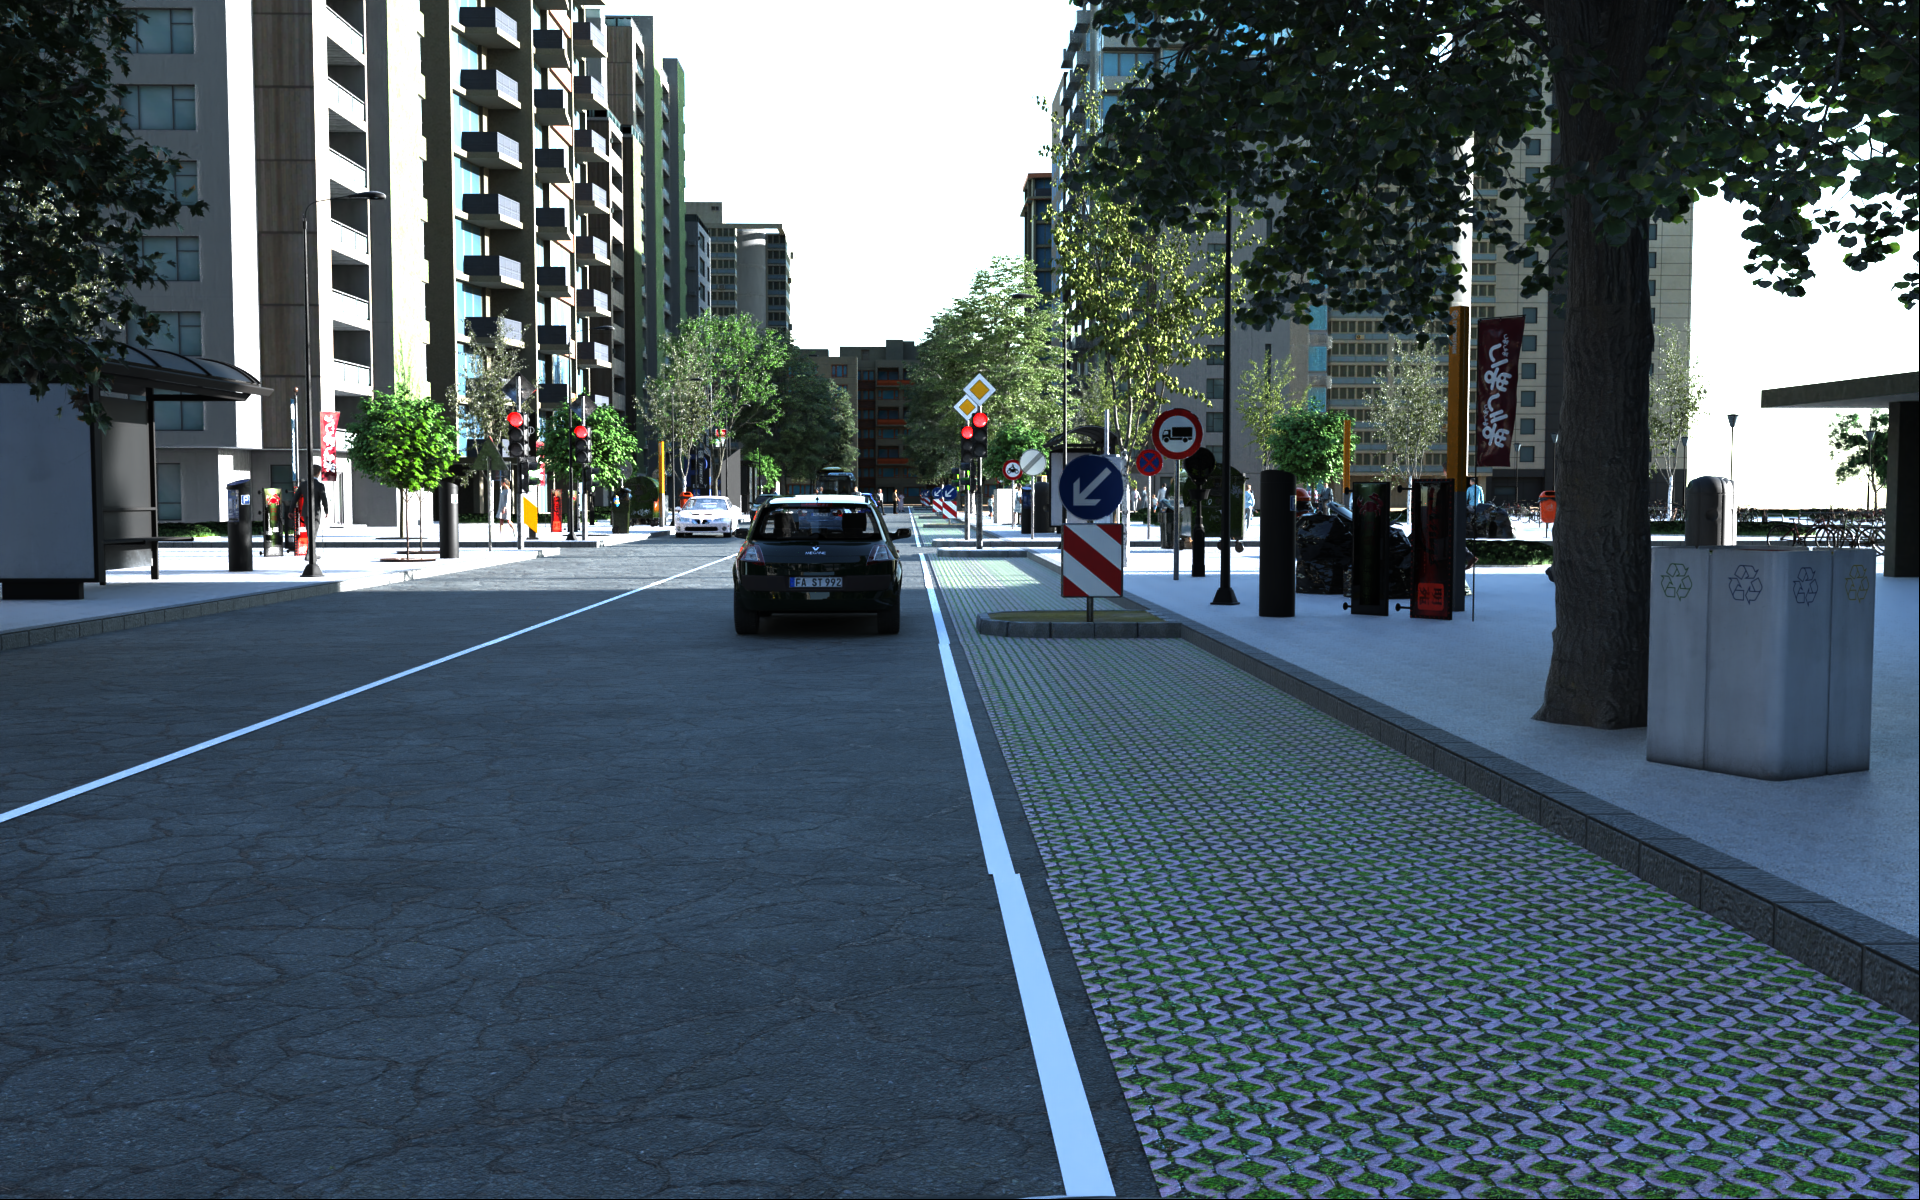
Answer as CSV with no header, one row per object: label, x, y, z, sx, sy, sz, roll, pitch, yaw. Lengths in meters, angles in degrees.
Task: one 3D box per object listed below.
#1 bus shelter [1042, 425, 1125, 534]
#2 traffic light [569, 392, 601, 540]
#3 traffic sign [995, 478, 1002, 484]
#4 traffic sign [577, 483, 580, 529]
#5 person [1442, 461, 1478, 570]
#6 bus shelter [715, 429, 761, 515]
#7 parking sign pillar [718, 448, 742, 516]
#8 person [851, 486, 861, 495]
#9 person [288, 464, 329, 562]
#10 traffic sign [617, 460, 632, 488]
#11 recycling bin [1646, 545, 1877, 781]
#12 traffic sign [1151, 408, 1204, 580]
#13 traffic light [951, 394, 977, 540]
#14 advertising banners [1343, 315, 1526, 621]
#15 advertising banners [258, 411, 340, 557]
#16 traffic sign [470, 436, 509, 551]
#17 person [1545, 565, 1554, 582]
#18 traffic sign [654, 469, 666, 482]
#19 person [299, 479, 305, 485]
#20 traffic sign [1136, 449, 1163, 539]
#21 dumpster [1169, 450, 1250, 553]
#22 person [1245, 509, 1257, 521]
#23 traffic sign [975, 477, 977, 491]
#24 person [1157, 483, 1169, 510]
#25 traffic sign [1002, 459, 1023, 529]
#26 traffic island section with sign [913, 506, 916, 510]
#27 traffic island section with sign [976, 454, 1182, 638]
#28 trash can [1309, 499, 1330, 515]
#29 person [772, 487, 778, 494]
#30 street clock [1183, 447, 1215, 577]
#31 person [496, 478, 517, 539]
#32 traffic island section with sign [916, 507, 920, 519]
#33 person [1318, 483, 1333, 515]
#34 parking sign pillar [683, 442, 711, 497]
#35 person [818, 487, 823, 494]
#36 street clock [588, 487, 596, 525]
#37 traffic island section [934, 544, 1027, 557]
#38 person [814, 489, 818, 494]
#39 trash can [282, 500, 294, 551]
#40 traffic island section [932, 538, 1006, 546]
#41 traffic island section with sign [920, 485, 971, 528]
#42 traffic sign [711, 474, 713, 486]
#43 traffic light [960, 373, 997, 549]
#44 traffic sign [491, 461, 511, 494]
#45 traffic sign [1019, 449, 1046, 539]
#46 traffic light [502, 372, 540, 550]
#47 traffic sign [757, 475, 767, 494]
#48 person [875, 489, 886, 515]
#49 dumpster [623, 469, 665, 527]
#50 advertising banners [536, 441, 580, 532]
bus shelter,3.741,-3.646,53.537,2.014,3.302,5.546,0,4,-2
traffic light,-10.374,-3.604,47.842,0.839,4.253,0.868,0,4,-2
traffic sign,2.283,-5.746,94.054,0.768,2.556,0.104,0,4,1
traffic sign,-13.757,-3.814,62.468,0.768,2.556,0.104,0,4,-1
person,8.316,-1.419,29.150,0.836,1.842,0.656,0,4,-7
bus shelter,-13.986,-8.029,108.902,2.179,5.291,8.768,0,4,-2
parking sign pillar,-13.542,-6.918,101.581,1.447,3.967,1.447,-2,4,-35
person,-5.224,-4.733,85.978,0.694,1.812,0.767,1,4,23
person,-12.322,-1.663,33.016,0.659,1.850,0.755,1,4,11
traffic sign,-12.335,-3.858,63.183,0.768,2.556,0.104,0,4,4
recycling bin,3.770,0.268,8.172,0.722,1.027,0.722,-2,4,-29
traffic sign,3.225,-1.569,25.754,0.768,2.556,0.104,0,4,5
traffic light,0.181,-3.625,48.190,0.839,4.253,0.868,0,4,-2
advertising banners,4.823,-1.318,17.736,0.090,3.025,2.074,-3,5,-41
advertising banners,-13.694,-2.435,36.008,0.090,3.025,2.074,2,4,30
traffic sign,-10.517,-2.367,38.701,0.884,2.594,0.081,0,4,6
person,8.808,-1.136,24.718,0.850,1.850,0.679,2,4,29
traffic sign,-14.993,-5.276,86.366,0.768,2.556,0.104,0,4,3
person,-21.665,-3.114,57.304,0.623,1.781,0.721,1,4,21
traffic sign,5.341,-2.986,48.923,0.768,2.556,0.104,0,4,4
dumpster,5.557,-2.209,38.607,1.502,2.255,1.985,0,4,-2
person,13.465,-4.269,81.332,0.738,1.151,1.012,-1,4,-12
traffic sign,1.155,-7.471,122.251,0.768,2.556,0.104,0,4,8
person,10.262,-4.971,87.171,0.661,1.843,0.795,0,4,1
traffic sign,1.942,-3.880,63.549,0.768,2.556,0.104,0,4,7
traffic island section with sign,-3.022,-8.716,151.126,1.989,1.847,2.006,0,4,-2
traffic island section with sign,1.179,-0.576,18.039,1.989,1.847,2.006,0,4,-2
trash can,10.496,-2.404,50.958,0.748,1.137,0.748,0,3,0
person,-10.154,-5.268,94.822,0.419,1.800,0.721,-2,4,-23
street clock,3.705,-1.364,26.865,0.471,2.002,0.358,0,4,0
person,-12.916,-2.597,49.253,0.466,1.731,0.760,1,4,19
traffic island section with sign,-1.416,-5.622,100.547,1.989,1.847,2.006,0,4,-2
person,15.448,-4.103,73.299,0.590,1.801,0.661,-3,5,-43
parking sign pillar,-12.813,-5.868,84.416,1.447,3.967,1.447,0,4,1
person,-7.063,-4.905,88.868,0.590,1.801,0.661,0,4,-1
street clock,-15.197,-4.091,71.463,0.358,2.002,0.471,-1,4,-20
traffic island section,0.473,-1.104,40.324,2.009,0.180,2.903,0,4,-2
person,-9.568,-6.479,115.021,0.643,1.750,0.593,-3,4,-36
trash can,-14.810,-1.660,38.790,0.748,1.137,0.748,0,3,0
traffic island section,0.222,-1.592,48.305,2.009,0.180,2.903,0,4,-2
traffic island section with sign,-0.571,-3.974,73.605,1.989,1.847,2.006,0,4,-2
traffic sign,-15.929,-6.723,110.030,0.768,2.556,0.104,0,4,7
traffic light,0.433,-3.137,40.209,0.839,4.253,0.868,0,4,-2
traffic sign,-14.336,-3.179,54.102,0.606,2.300,0.079,0,4,0
traffic sign,2.055,-2.991,49.015,0.768,2.556,0.104,0,4,3
traffic light,-10.122,-3.116,39.861,0.839,4.253,0.868,0,4,-2
traffic sign,-13.431,-7.160,117.179,0.768,2.556,0.104,0,4,6
person,-5.332,-6.567,116.272,0.834,1.777,0.661,3,5,40
dumpster,-12.508,-4.020,68.223,1.502,2.255,1.985,0,4,-2
advertising banners,-13.503,-3.777,57.941,0.090,3.025,2.074,2,4,33
